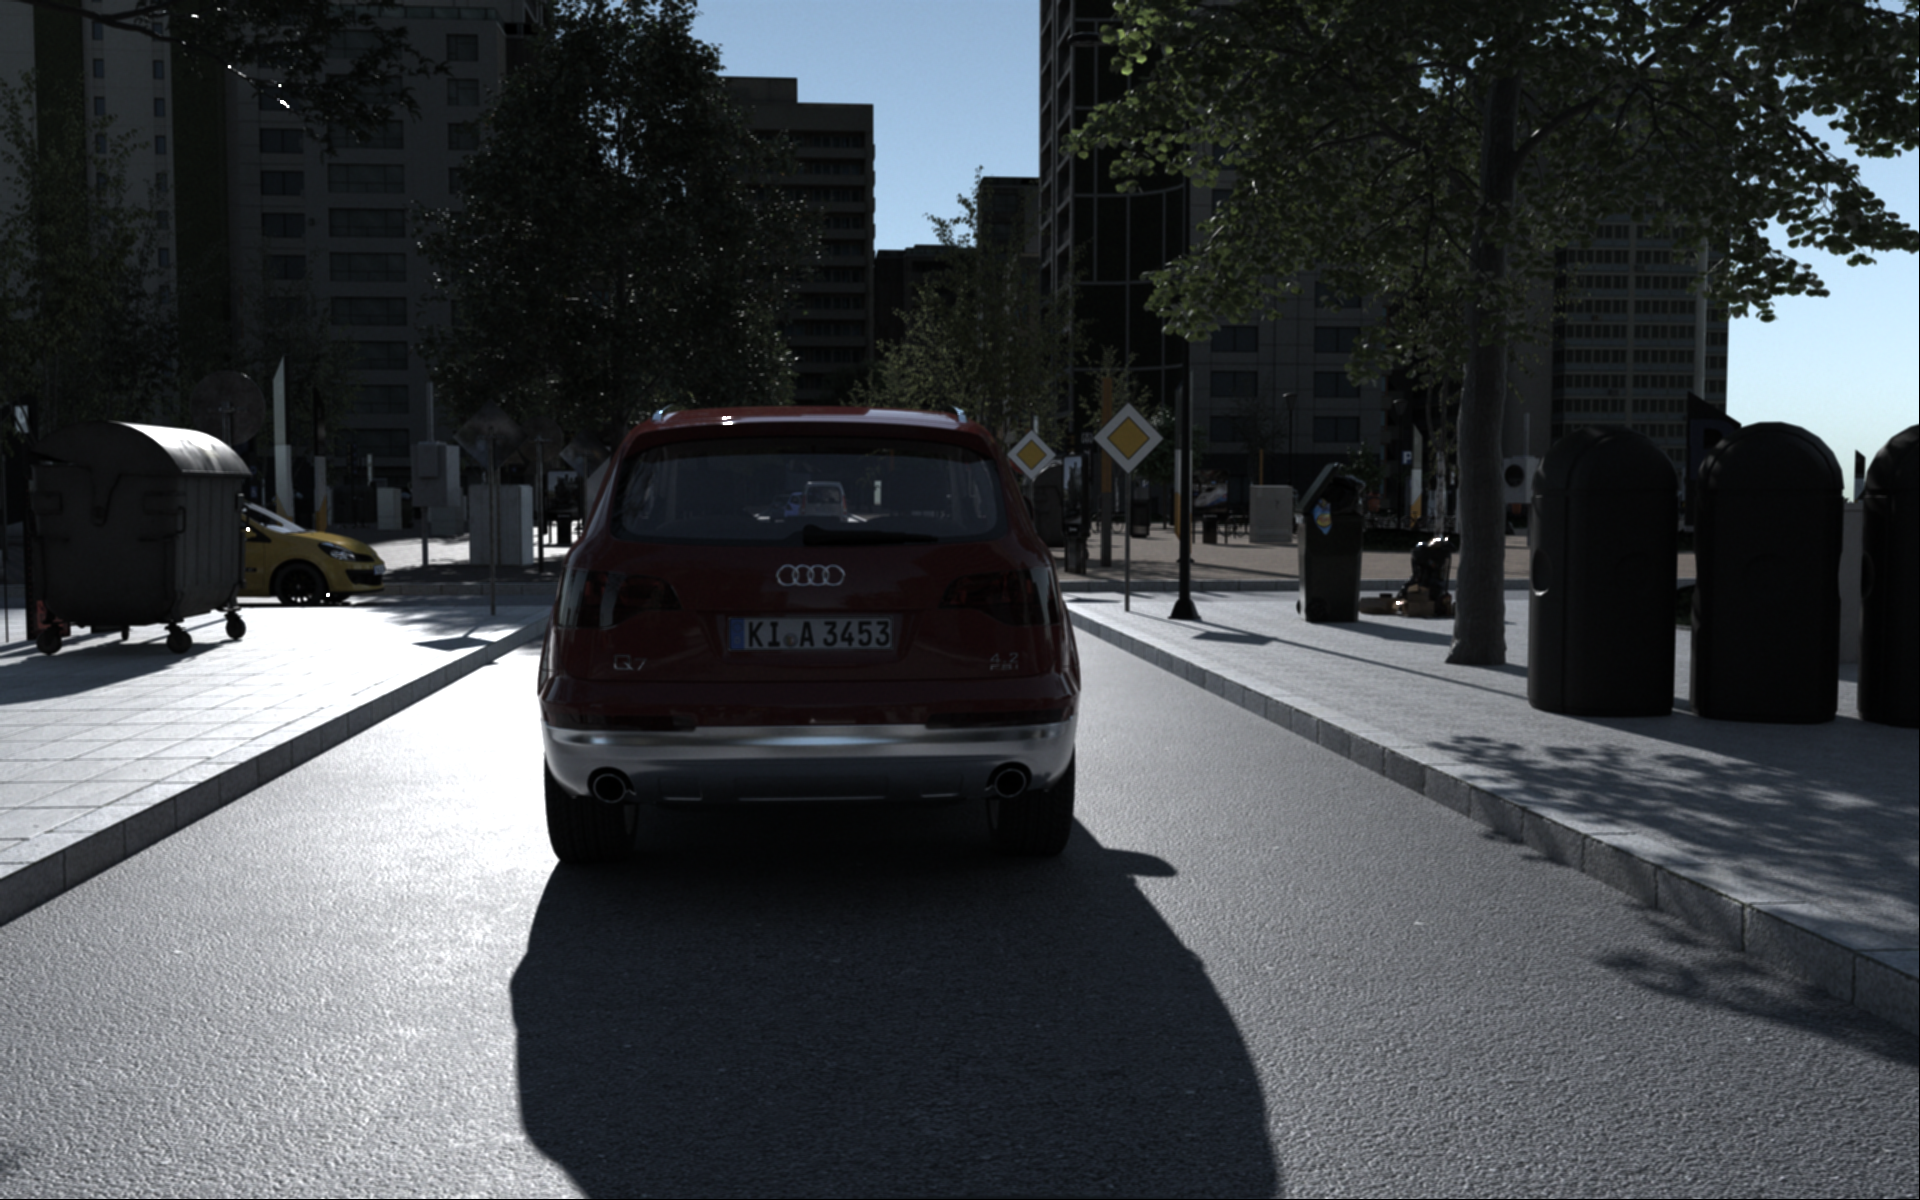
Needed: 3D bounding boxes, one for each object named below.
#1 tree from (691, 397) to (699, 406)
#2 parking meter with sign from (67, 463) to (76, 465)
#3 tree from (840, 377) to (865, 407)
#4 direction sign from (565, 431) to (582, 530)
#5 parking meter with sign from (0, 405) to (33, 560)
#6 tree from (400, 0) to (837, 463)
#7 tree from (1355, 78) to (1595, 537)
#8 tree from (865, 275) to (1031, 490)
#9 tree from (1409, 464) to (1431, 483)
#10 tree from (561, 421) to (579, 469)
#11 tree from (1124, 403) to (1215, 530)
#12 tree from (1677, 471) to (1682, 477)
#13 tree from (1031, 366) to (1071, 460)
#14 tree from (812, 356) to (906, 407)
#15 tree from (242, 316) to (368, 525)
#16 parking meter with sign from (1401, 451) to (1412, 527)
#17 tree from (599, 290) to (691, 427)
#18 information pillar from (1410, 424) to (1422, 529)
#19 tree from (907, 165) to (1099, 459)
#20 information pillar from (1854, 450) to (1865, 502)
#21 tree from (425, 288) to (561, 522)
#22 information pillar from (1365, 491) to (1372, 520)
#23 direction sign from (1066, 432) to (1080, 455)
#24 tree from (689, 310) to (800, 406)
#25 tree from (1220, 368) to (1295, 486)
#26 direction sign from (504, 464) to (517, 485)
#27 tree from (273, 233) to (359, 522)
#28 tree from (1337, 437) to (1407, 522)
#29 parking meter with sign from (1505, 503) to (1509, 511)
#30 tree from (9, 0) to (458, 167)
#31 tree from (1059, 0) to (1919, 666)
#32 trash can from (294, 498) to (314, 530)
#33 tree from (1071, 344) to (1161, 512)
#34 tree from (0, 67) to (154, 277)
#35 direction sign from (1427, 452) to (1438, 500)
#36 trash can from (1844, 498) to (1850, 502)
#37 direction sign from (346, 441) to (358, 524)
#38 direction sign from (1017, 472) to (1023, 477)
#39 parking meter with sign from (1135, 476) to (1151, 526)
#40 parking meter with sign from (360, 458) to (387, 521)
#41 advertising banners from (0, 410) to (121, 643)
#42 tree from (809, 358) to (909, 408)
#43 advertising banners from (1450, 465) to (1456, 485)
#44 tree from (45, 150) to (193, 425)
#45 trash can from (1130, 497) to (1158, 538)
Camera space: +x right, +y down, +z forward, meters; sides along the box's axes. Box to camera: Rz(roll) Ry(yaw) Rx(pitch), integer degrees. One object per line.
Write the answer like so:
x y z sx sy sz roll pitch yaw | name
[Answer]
-11.861 -8.508 73.515 7.601 10.594 8.767 -1 4 -9 | tree
-21.955 -2.865 43.109 0.543 3.016 1.738 1 4 20 | parking meter with sign
-3.232 -7.885 79.282 4.360 8.622 3.978 0 3 0 | tree
-13.634 -4.274 61.876 0.876 3.537 0.379 0 4 -7 | direction sign
-18.948 -2.281 33.552 0.543 3.016 1.738 3 4 37 | parking meter with sign
-7.565 -7.417 38.283 9.611 12.733 9.660 0 3 0 | tree
8.718 -4.897 30.424 4.360 8.622 3.978 0 3 0 | tree
-0.354 -6.627 58.713 4.360 8.622 3.978 0 3 0 | tree
20.843 -5.183 79.337 1.663 3.219 1.824 0 3 0 | tree
-18.976 -7.953 80.398 4.737 8.622 4.395 0 3 0 | tree
7.493 -4.819 62.502 4.285 4.588 4.351 0 3 0 | tree
28.772 -4.436 67.125 1.663 3.219 1.824 0 3 0 | tree
4.538 -9.173 100.340 4.360 8.622 3.978 0 3 0 | tree
-7.532 -12.495 130.050 9.928 11.665 9.643 0 3 0 | tree
-26.084 -7.360 70.699 4.737 8.622 4.395 0 3 0 | tree
17.954 -4.446 68.947 0.543 3.016 1.738 0 4 5 | parking meter with sign
-10.377 -6.503 56.685 4.360 8.622 3.978 0 3 0 | tree
15.302 -4.083 58.104 0.504 3.616 0.183 -3 5 -39 | information pillar
0.928 -5.475 39.877 4.737 8.622 4.395 0 3 0 | tree
47.210 -6.090 90.930 0.504 3.616 0.183 3 5 41 | information pillar
-16.359 -6.660 59.254 4.737 8.622 4.395 0 3 0 | tree
19.935 -4.901 84.621 0.304 2.012 0.304 1 4 21 | information pillar
4.311 -4.359 63.268 0.876 3.537 0.379 1 4 12 | direction sign
-13.564 -11.596 107.729 7.486 12.596 7.792 0 3 0 | tree
17.414 -9.265 101.843 4.360 8.622 3.978 0 3 0 | tree
-17.560 -4.629 67.675 0.876 3.537 0.379 3 5 44 | direction sign
-18.542 -5.959 47.787 4.360 8.622 3.978 0 3 0 | tree
13.739 -3.908 58.500 1.663 3.219 1.824 0 3 0 | tree
32.136 -6.344 99.987 1.738 3.016 0.543 -1 4 -19 | parking meter with sign
-6.123 -4.545 8.731 7.601 10.594 8.767 0 4 4 | tree
4.330 -5.800 12.954 7.486 12.596 7.792 0 3 0 | tree
-21.509 -2.753 56.658 0.748 1.137 0.748 0 3 0 | trash can
7.724 -8.204 84.494 4.360 8.622 3.978 0 3 0 | tree
-15.890 -4.844 29.568 4.737 8.622 4.395 0 3 0 | tree
25.265 -6.146 92.480 0.876 3.537 0.379 -2 4 -33 | direction sign
29.677 -2.873 58.625 0.748 1.137 0.748 0 3 0 | trash can
-26.092 -5.038 74.374 0.876 3.537 0.379 3 5 43 | direction sign
2.986 -5.455 81.189 0.379 3.537 0.876 -3 5 -40 | direction sign
7.367 -4.489 69.655 0.543 3.016 1.738 -1 4 -13 | parking meter with sign
-27.852 -5.314 83.149 1.738 3.016 0.543 -1 4 -16 | parking meter with sign
-8.109 -1.173 15.370 0.090 3.025 2.074 1 4 14 | advertising banners
-6.263 -11.257 118.465 8.767 10.594 7.601 -2 4 -28 | tree
28.903 -6.555 103.359 2.074 3.025 0.090 -2 4 -34 | advertising banners
-18.311 -5.365 38.088 4.360 8.622 3.978 0 3 0 | tree
5.274 -2.406 50.991 0.748 1.137 0.748 0 3 0 | trash can
